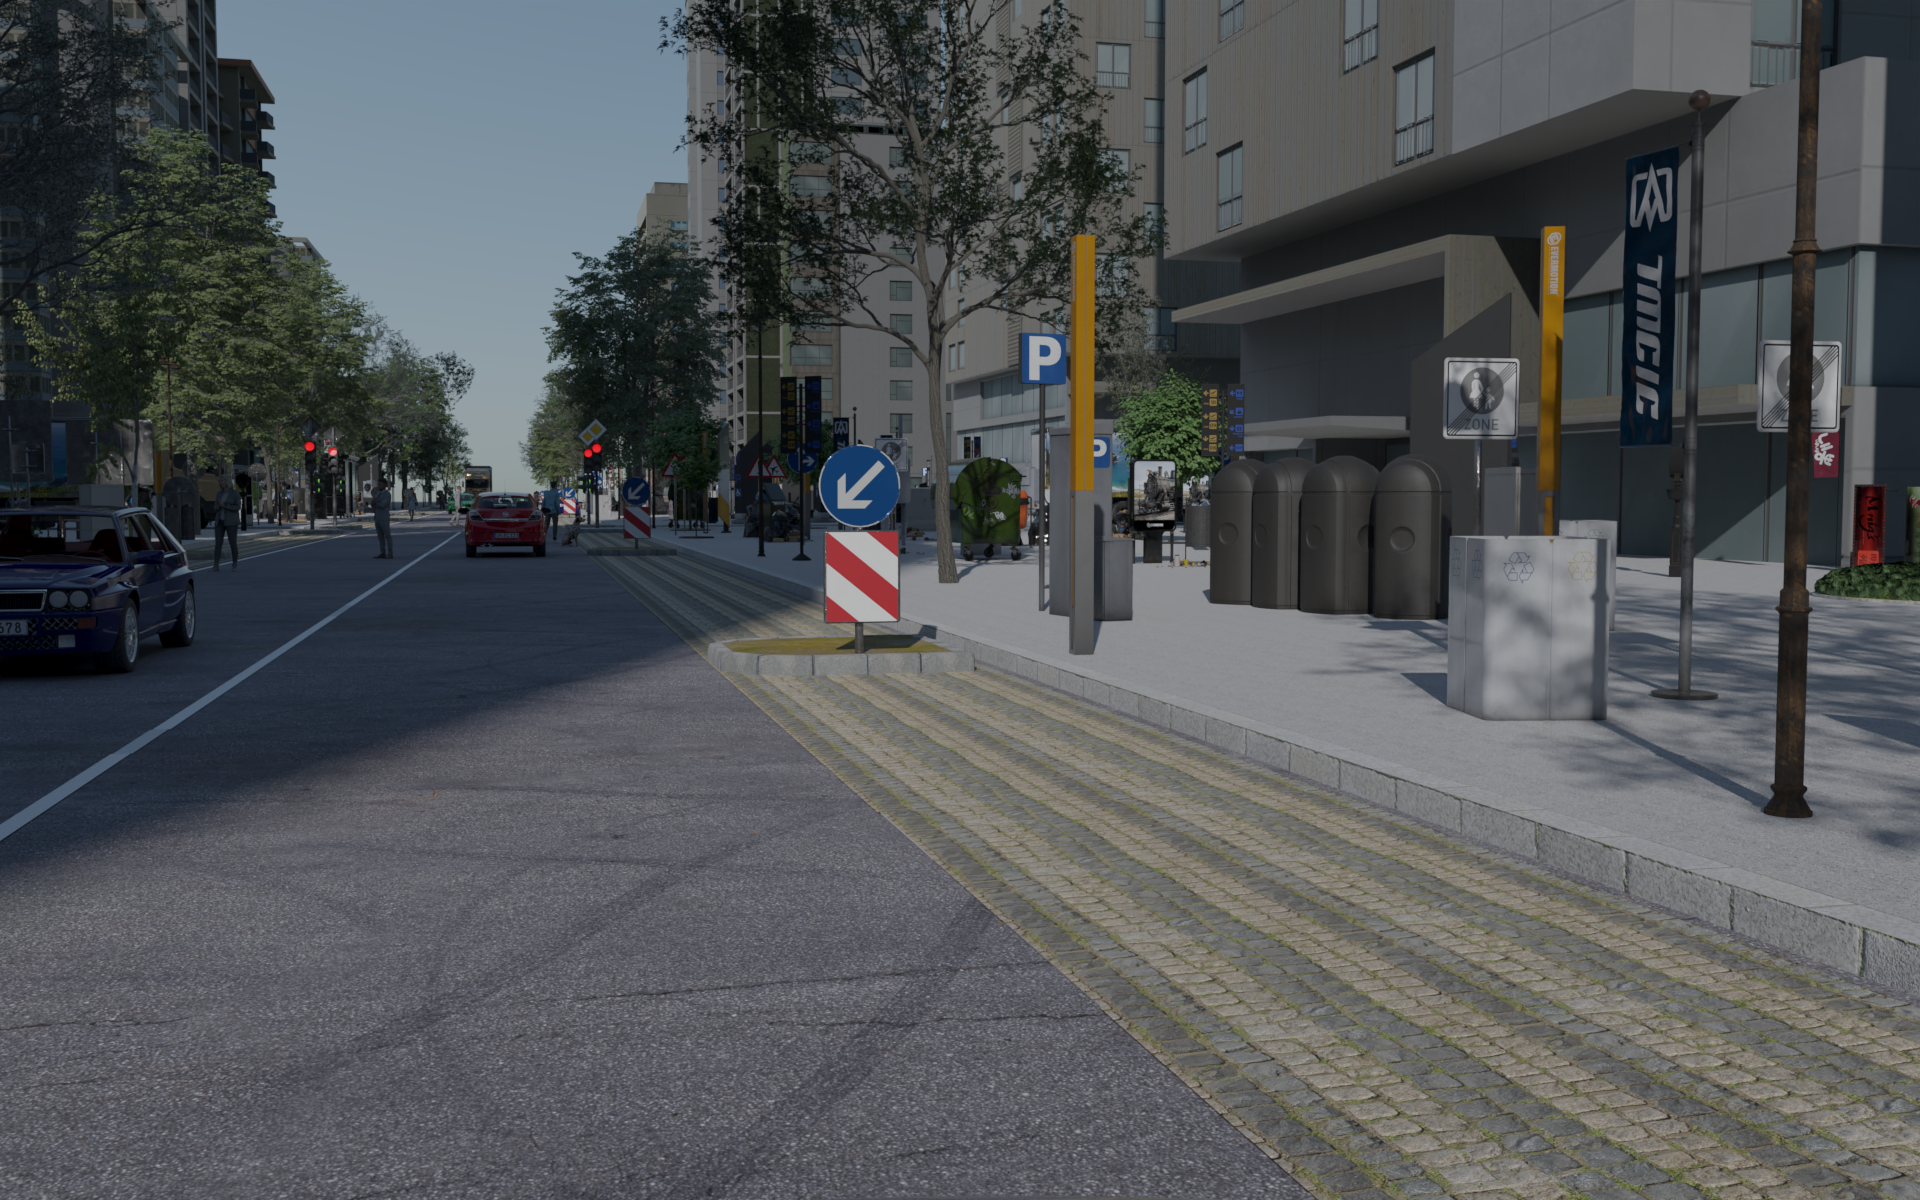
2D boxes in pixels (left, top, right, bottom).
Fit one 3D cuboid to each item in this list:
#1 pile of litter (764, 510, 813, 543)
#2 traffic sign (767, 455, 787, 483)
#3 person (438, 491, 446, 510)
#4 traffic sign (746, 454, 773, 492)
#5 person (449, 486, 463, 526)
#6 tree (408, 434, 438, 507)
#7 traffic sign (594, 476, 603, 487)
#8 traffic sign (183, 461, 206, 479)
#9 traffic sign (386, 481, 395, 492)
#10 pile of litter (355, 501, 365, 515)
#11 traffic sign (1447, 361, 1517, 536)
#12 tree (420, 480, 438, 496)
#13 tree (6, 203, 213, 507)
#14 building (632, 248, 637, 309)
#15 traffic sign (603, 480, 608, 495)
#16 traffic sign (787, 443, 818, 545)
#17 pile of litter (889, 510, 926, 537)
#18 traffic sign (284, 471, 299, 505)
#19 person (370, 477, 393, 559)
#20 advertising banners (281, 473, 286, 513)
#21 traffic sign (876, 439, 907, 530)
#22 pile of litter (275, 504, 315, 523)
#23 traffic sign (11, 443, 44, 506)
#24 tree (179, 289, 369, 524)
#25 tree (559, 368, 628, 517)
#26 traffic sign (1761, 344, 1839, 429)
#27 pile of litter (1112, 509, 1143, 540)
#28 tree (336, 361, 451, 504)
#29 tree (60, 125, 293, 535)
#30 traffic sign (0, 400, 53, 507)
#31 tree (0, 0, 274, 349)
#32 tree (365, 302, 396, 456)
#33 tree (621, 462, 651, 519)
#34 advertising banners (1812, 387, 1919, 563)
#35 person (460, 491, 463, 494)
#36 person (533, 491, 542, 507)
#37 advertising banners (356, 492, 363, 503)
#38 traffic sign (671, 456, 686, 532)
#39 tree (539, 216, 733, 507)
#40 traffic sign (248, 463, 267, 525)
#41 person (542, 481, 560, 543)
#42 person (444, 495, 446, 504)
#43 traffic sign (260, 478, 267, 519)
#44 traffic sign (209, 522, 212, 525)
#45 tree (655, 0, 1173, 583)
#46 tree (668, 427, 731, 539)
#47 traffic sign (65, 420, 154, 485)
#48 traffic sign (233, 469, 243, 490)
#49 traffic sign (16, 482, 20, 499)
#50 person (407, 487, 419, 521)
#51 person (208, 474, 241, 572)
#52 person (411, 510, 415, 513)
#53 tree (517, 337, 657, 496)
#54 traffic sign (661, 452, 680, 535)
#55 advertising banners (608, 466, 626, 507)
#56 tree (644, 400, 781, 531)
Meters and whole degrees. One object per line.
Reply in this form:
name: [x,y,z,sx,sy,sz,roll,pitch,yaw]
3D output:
pile of litter: [-4.609,-1.984,46.410,1.719,0.858,1.176,-3,5,-40]
traffic sign: [-6.127,-3.490,57.072,0.884,2.594,0.081,0,4,-7]
person: [-47.172,-9.085,157.589,0.434,1.755,0.990,2,4,29]
traffic sign: [-6.518,-3.440,56.241,0.884,2.594,0.081,0,4,-8]
person: [-22.620,-4.250,78.111,0.853,1.813,0.709,-3,4,-36]
tree: [-54.922,-13.855,176.889,4.360,8.622,3.978,0,3,0]
traffic sign: [-24.731,-7.221,118.162,0.768,2.556,0.104,0,4,-5]
traffic sign: [-27.251,-3.764,61.655,0.768,2.556,0.104,-1,4,-12]
traffic sign: [-46.938,-8.718,142.550,0.884,2.594,0.081,-1,4,-11]
pile of litter: [-37.994,-5.808,108.927,1.176,0.858,1.719,-2,4,-26]
traffic sign: [3.922,-0.673,13.129,0.606,2.300,0.079,-1,4,-12]
tree: [-56.045,-11.472,182.172,1.663,3.219,1.824,0,3,0]
tree: [-20.915,-5.677,43.189,4.737,8.622,4.395,0,3,0]
building: [-43.468,-38.968,291.747,22.147,44.769,28.867,-1,4,-14]
traffic sign: [-25.354,-7.465,124.189,0.606,2.300,0.079,-1,4,-14]
traffic sign: [-3.945,-2.652,43.459,0.768,2.556,0.104,0,4,-6]
pile of litter: [-1.571,-2.319,51.886,1.176,0.858,1.719,1,4,23]
traffic sign: [-36.963,-5.851,95.775,0.768,2.556,0.104,-1,4,-13]
person: [-12.866,-1.820,38.445,0.511,1.800,0.466,2,4,24]
advertising banners: [-44.226,-7.155,113.172,0.090,3.025,2.074,-1,4,-14]
traffic sign: [-1.257,-1.808,31.692,0.606,2.300,0.079,0,4,-5]
pile of litter: [-29.569,-3.858,77.041,1.719,0.858,1.176,-1,4,-18]
traffic sign: [-18.697,-1.997,34.774,0.606,2.300,0.079,-1,4,-9]
tree: [-29.743,-8.581,74.711,8.767,10.594,7.601,-1,4,-10]
tree: [-20.033,-9.026,97.943,4.360,8.622,3.978,0,3,0]
traffic sign: [5.608,-0.583,11.663,0.606,2.300,0.079,-1,4,-11]
pile of litter: [4.645,-2.128,48.761,1.719,0.858,1.176,1,4,19]
tree: [-44.895,-12.729,133.876,9.928,11.665,9.643,0,3,0]
tree: [-24.096,-8.331,54.346,7.486,12.596,7.792,0,3,0]
traffic sign: [-20.846,-2.663,37.419,2.265,3.308,0.079,-1,4,-14]
tree: [-16.552,-7.099,26.442,12.009,13.543,11.850,0,3,0]
tree: [-31.115,-10.081,82.951,7.486,12.596,7.792,0,3,0]
tree: [-17.095,-5.818,89.723,1.663,3.219,1.824,0,3,0]
advertising banners: [14.693,-1.938,27.874,2.074,3.025,0.090,3,5,45]
person: [-39.374,-7.820,136.454,0.694,1.812,0.767,-3,4,-38]
person: [-37.735,-8.886,154.503,1.217,1.735,0.721,0,4,5]
advertising banners: [-40.370,-7.197,113.863,2.074,3.025,0.090,-1,4,-11]
traffic sign: [-9.330,-3.584,58.595,0.884,2.594,0.081,0,4,-8]
tree: [-15.204,-10.651,80.793,9.857,13.997,8.962,0,3,0]
traffic sign: [-28.874,-4.349,71.214,0.768,2.556,0.104,-1,4,-9]
person: [-12.121,-2.612,51.228,0.660,1.820,0.620,1,4,18]
person: [-47.756,-9.073,160.071,0.599,1.433,0.991,0,4,-2]
traffic sign: [-36.290,-5.440,90.125,0.795,2.450,0.064,-1,4,-9]
traffic sign: [-30.725,-4.332,70.929,0.768,2.556,0.104,0,4,-8]
tree: [-0.506,-5.523,24.717,7.601,10.594,8.767,0,4,7]
tree: [-7.749,-3.409,50.339,1.663,3.219,1.824,0,3,0]
traffic sign: [-23.292,-3.278,47.466,2.265,3.308,0.079,0,4,-6]
traffic sign: [-29.389,-4.165,70.226,0.606,2.300,0.079,-1,4,-9]
traffic sign: [-25.345,-2.850,46.607,0.884,2.594,0.081,-1,4,-10]
person: [-28.762,-5.040,90.990,0.616,1.811,0.778,-1,4,-20]
person: [-13.574,-1.429,32.048,0.537,1.800,0.526,1,4,16]
person: [-40.993,-7.411,129.773,0.635,1.810,0.391,2,4,31]
tree: [-28.347,-13.694,134.273,12.009,13.543,11.850,0,3,0]
traffic sign: [-8.806,-3.276,53.573,0.884,2.594,0.081,-1,4,-9]
advertising banners: [-21.096,-6.862,108.377,2.074,3.025,0.090,0,4,4]
tree: [-9.446,-4.722,60.925,4.285,4.588,4.351,0,3,0]
